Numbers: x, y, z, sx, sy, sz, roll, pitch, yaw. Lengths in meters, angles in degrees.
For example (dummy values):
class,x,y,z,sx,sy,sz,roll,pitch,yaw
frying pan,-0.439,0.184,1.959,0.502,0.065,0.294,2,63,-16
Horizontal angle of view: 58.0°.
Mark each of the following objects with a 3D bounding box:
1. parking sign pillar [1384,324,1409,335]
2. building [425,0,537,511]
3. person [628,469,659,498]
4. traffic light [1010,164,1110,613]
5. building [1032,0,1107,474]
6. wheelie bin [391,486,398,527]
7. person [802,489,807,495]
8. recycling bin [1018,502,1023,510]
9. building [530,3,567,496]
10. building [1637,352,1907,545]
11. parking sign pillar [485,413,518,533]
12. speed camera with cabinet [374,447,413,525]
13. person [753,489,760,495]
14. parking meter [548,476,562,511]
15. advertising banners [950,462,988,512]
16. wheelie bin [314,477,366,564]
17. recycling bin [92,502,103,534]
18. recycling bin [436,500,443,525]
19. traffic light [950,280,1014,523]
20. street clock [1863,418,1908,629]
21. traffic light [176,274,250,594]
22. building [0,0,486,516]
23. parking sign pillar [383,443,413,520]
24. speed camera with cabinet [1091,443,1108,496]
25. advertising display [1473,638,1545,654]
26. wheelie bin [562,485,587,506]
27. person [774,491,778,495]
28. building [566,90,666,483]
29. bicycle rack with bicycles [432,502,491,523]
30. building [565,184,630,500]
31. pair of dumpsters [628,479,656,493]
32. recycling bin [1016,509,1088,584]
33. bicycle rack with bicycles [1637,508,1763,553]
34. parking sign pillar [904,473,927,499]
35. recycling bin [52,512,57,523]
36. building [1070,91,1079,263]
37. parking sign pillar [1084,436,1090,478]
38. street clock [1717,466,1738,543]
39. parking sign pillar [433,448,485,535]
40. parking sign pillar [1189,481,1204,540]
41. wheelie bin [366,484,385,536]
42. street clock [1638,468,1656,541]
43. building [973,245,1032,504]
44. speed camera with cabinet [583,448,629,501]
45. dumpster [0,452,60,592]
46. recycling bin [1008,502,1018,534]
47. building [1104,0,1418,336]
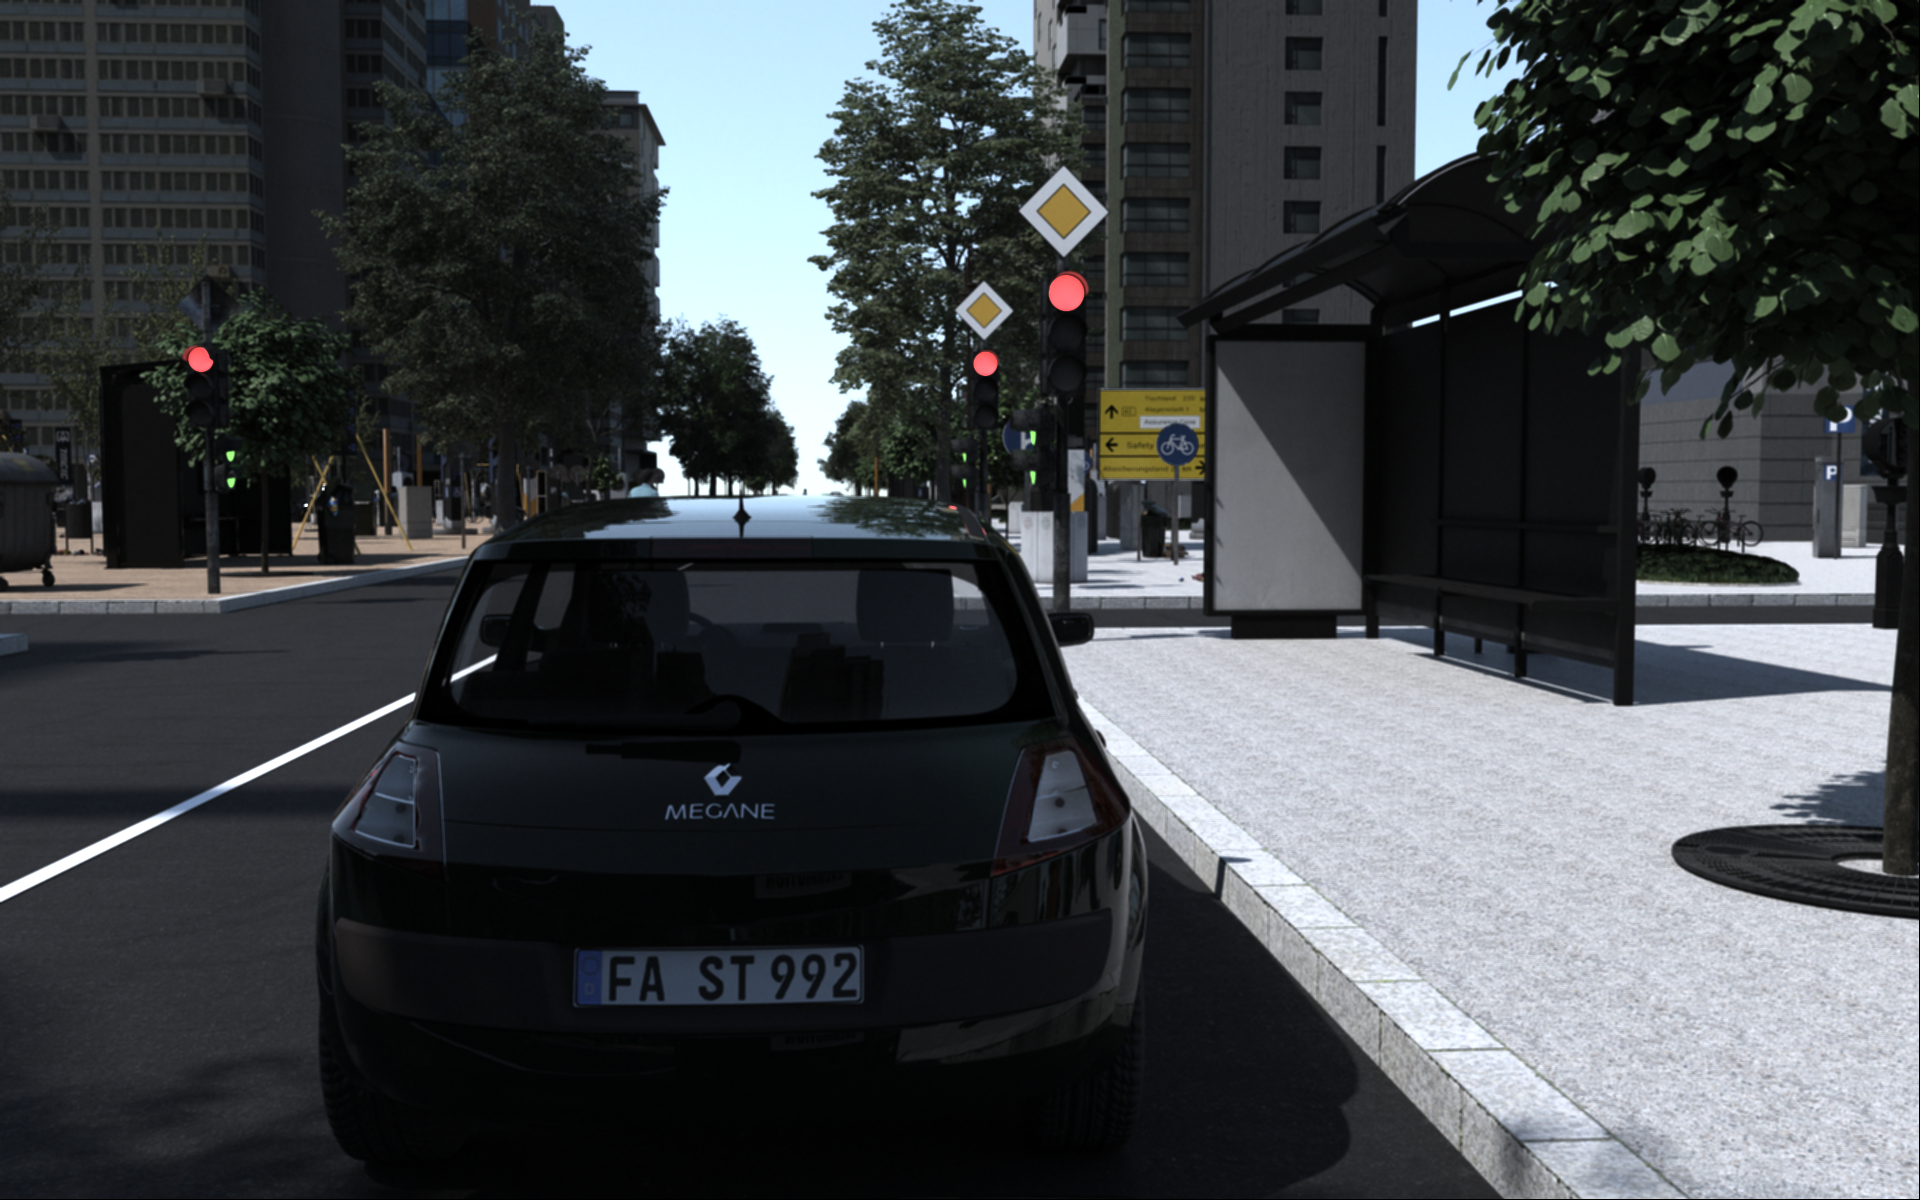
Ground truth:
class,x,y,z,sx,sy,sz,roll,pitch,yaw
parking sign pillar,6.572,-2.228,24.902,1.447,3.967,1.447,3,5,42
building,-39.298,-29.114,126.130,14.600,45.320,14.200,0,4,-4
person,-4.913,-1.106,26.597,0.660,1.820,0.620,1,4,22
traffic light,0.864,-1.592,14.945,0.839,4.253,0.868,0,4,-4
building,20.932,-34.105,146.851,28.713,52.752,27.495,0,4,-4
wheelie bin,-22.582,-3.706,68.493,0.980,1.594,0.693,0,4,1
person,-11.426,-7.317,128.118,0.705,1.826,1.348,-3,5,-41
recycling bin,2.028,-1.909,43.774,0.722,1.027,0.722,3,5,40
building,-39.981,-27.937,140.358,14.154,41.232,14.086,0,4,-4
building,35.150,-31.093,50.364,28.212,58.520,21.231,0,4,-4
parking sign pillar,-15.059,-4.199,57.120,1.447,3.967,1.447,-3,4,-37
speed camera with cabinet,-23.569,-4.736,71.776,0.660,3.252,2.038,2,4,25
person,-11.733,-5.538,99.714,0.551,1.740,0.621,2,4,25
parking meter,-13.280,-3.125,56.806,0.399,1.863,0.255,0,4,2
advertising banners,0.100,-3.634,55.604,2.074,3.025,0.090,-3,5,-42
wheelie bin,-11.467,-1.466,31.869,0.693,1.594,0.980,-2,4,-32
recycling bin,-27.771,-2.685,56.457,0.722,1.027,0.722,1,4,21
recycling bin,-21.057,-3.591,71.262,0.722,1.027,0.722,1,4,11
traffic light,0.295,-2.079,22.910,0.839,4.253,0.868,0,4,-4
street clock,8.859,-0.728,16.477,0.471,2.002,0.358,0,4,-6
traffic light,-9.590,-2.035,22.192,0.839,4.253,0.868,0,4,-4
building,-46.514,-25.362,106.553,32.217,40.220,23.993,0,4,-4
parking sign pillar,-26.796,-5.759,82.627,1.447,3.967,1.447,-1,4,-20
speed camera with cabinet,5.256,-4.429,66.754,0.660,3.252,2.038,1,4,15
advertising display,4.608,-0.532,13.916,0.974,1.923,0.123,0,4,3
wheelie bin,-14.074,-3.369,62.998,0.980,1.594,0.693,-3,4,-37
person,-19.562,-10.787,184.956,0.705,1.814,1.350,2,4,27
building,-54.401,-39.191,230.015,28.713,52.752,27.495,0,4,-4
bicycle rack with bicycles,-22.079,-3.834,76.068,2.925,0.926,2.852,-3,5,-40
building,-53.077,-31.311,203.820,32.217,40.220,23.993,0,4,-4
pair of dumpsters,-17.088,-5.488,92.226,1.574,2.255,4.437,0,4,-4
recycling bin,1.366,-0.767,25.101,0.722,1.027,0.722,3,5,45
bicycle rack with bicycles,16.127,-1.530,38.390,2.852,0.926,2.925,1,4,14
parking sign pillar,-1.832,-5.094,71.754,1.447,3.967,1.447,2,4,26
recycling bin,-40.495,-3.941,76.982,0.722,1.027,0.722,-3,5,-40
building,14.805,-21.676,126.099,14.160,30.474,14.107,0,4,-4
parking sign pillar,5.918,-5.659,80.995,1.447,3.967,1.447,-1,4,-16
street clock,20.043,-2.490,45.288,0.471,2.002,0.358,2,4,34
parking sign pillar,-15.989,-4.045,54.615,1.447,3.967,1.447,-2,4,-28
parking sign pillar,7.266,-3.721,49.306,1.447,3.967,1.447,3,4,36
wheelie bin,-18.234,-2.759,53.023,0.980,1.594,0.693,0,4,-2
street clock,18.740,-2.615,47.320,0.471,2.002,0.358,-2,4,-29
building,14.550,-33.897,246.101,32.217,40.220,23.993,0,4,-4
speed camera with cabinet,-15.145,-4.843,73.511,2.038,3.252,0.660,0,4,2
dumpster,-13.069,-1.065,23.180,1.264,1.857,1.865,0,4,-4
recycling bin,2.022,-2.666,56.140,0.722,1.027,0.722,2,4,24
building,14.162,-19.346,88.012,14.160,30.474,14.107,0,4,-4
